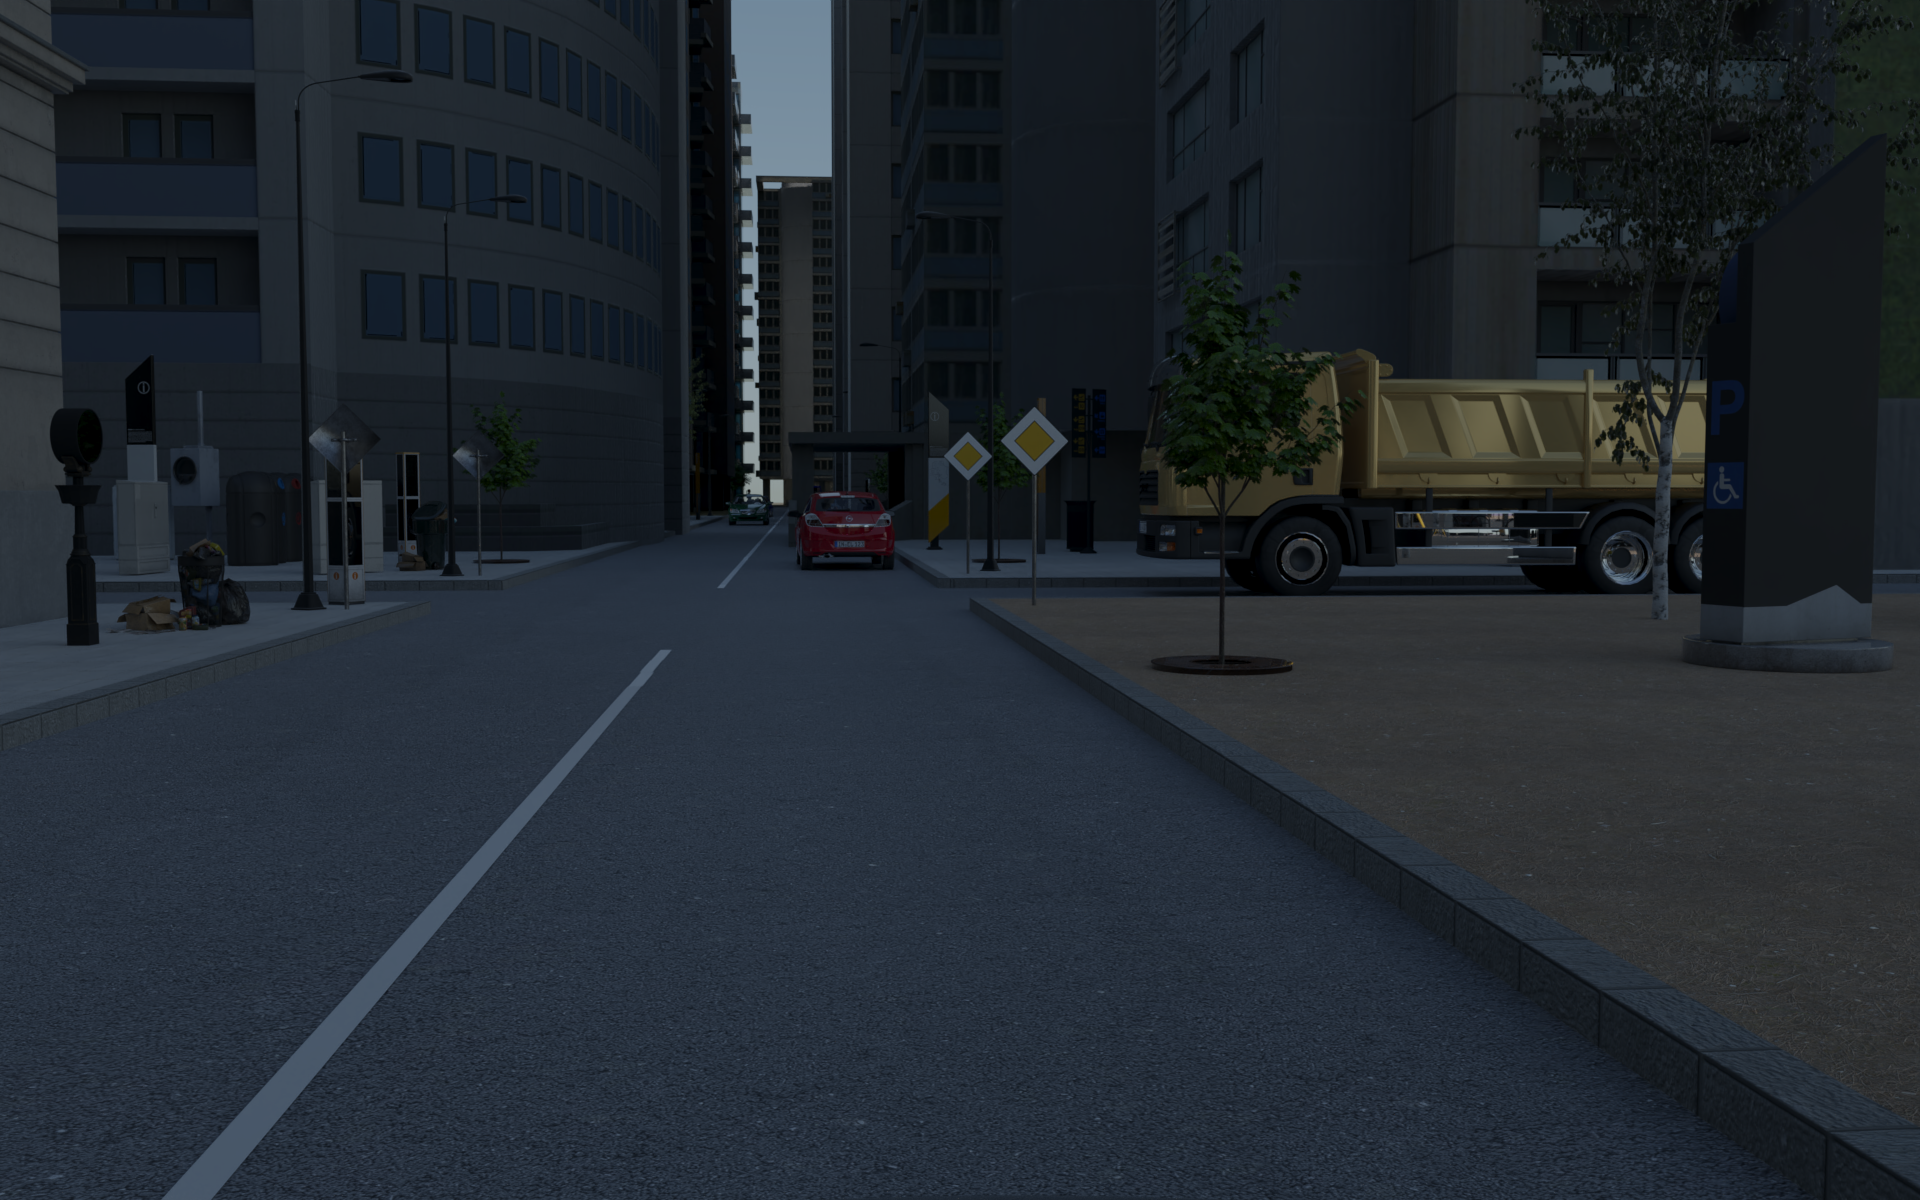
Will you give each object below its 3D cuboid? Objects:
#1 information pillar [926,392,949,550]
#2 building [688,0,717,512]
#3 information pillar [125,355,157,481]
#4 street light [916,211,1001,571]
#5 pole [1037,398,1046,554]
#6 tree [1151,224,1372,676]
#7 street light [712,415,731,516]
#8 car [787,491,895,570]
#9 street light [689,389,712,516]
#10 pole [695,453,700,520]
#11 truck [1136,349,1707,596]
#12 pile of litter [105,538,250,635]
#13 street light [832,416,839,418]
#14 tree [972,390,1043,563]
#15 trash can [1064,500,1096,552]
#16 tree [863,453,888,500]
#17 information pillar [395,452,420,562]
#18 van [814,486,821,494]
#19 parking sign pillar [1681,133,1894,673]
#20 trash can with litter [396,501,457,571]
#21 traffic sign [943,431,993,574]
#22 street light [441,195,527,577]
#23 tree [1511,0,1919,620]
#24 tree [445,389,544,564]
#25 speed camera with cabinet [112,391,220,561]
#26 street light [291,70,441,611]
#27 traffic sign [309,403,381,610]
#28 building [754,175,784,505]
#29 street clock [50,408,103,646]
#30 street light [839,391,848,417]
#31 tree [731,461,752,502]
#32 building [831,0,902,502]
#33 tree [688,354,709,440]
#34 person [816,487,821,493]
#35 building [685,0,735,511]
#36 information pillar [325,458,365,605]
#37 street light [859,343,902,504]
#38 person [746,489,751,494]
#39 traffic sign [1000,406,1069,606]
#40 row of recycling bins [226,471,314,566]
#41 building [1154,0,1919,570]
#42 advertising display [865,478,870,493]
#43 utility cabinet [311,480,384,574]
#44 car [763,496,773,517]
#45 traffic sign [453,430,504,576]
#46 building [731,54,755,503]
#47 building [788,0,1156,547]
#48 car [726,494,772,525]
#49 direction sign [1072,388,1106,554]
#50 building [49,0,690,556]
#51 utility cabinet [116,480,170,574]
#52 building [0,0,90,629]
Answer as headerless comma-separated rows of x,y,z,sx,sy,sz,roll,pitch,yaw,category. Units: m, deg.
-0.507,-2.961,39.770,0.504,3.616,0.183,-1,4,-14,information pillar
-27.796,-28.135,114.640,22.147,44.769,28.867,0,4,-5,building
-13.776,-2.315,29.202,0.504,3.616,0.183,0,4,4,information pillar
-0.032,-3.434,28.681,1.470,5.913,1.316,0,4,-5,street light
1.730,-2.633,36.886,0.158,3.312,0.155,0,3,0,pole
1.864,-1.096,12.526,1.663,3.219,1.824,0,3,0,tree
-14.087,-7.870,101.208,1.470,5.913,1.316,0,4,-5,street light
-2.311,-1.537,34.168,2.155,1.783,4.494,0,4,-7,car
-11.875,-6.362,76.559,1.470,5.913,1.316,0,4,-5,street light
-13.005,-5.631,85.913,0.158,3.312,0.155,0,3,0,pole
6.631,-1.752,24.565,9.791,3.379,3.469,0,4,-4,truck
-7.554,-0.166,16.673,1.176,0.858,1.719,1,4,20,pile of litter
-6.874,-7.955,102.609,1.470,5.913,1.316,0,4,-5,street light
0.751,-2.309,32.360,1.663,3.219,1.824,0,3,0,tree
2.670,-1.641,38.476,0.748,1.137,0.748,0,3,0,trash can
-2.933,-4.660,70.795,1.663,3.219,1.824,0,3,0,tree
-9.781,-1.604,30.721,0.304,2.012,0.304,-3,5,-44,information pillar
-11.510,-7.799,131.892,2.240,2.365,5.245,0,4,-7,van
6.236,-1.499,12.974,1.447,3.967,1.447,-1,4,-22,parking sign pillar
-8.997,-1.086,29.148,0.624,1.170,1.055,1,4,15,trash can with litter
0.126,-1.479,27.824,0.795,2.450,0.064,0,4,-5,traffic sign
-7.414,-3.330,26.979,1.470,5.913,1.316,0,4,-5,street light
7.400,-4.111,17.584,4.360,8.622,3.978,0,3,0,tree
-8.473,-2.296,32.138,1.663,3.219,1.824,0,3,0,tree
-15.284,-2.383,33.296,2.038,3.252,0.660,1,4,16,speed camera with cabinet
-6.691,-2.847,19.093,1.470,5.913,1.316,0,4,-5,street light
-6.816,-0.951,19.197,0.795,2.450,0.064,0,4,-5,traffic sign
-11.650,-31.151,201.196,23.993,40.220,32.217,0,4,-5,building
-7.456,-0.618,14.668,0.358,2.002,0.471,0,4,-1,street clock
-4.578,-6.448,77.967,1.470,5.913,1.316,0,4,-5,street light
-19.972,-10.263,151.507,4.285,4.588,4.351,0,3,0,tree
-1.661,-38.071,164.455,21.231,58.520,28.212,0,4,-5,building
-12.737,-7.474,72.555,4.737,8.622,4.395,0,3,0,tree
-7.863,-5.340,95.912,0.694,1.812,0.767,1,4,12,person
-25.110,-29.745,136.448,14.600,45.320,14.200,0,4,-5,building
-7.131,-0.953,20.074,0.304,2.012,0.304,2,4,27,information pillar
-2.384,-4.940,53.317,1.470,5.913,1.316,0,4,-5,street light
-12.535,-5.774,103.693,0.721,1.735,1.217,-1,4,-14,person
0.849,-0.993,19.871,0.795,2.450,0.064,0,4,-5,traffic sign
-12.884,-1.547,32.412,1.069,1.692,3.534,0,4,-6,row of recycling bins
12.145,-21.473,34.686,14.086,41.232,14.154,0,4,-5,building
-3.635,-3.855,68.251,0.123,1.923,0.974,0,4,1,advertising display
-9.900,-1.176,27.914,0.318,1.500,1.173,2,4,35,utility cabinet
-12.574,-5.831,107.919,1.945,1.354,3.894,0,4,-3,car
-7.539,-1.438,27.150,0.795,2.450,0.064,0,4,-5,traffic sign
-38.538,-35.171,194.650,30.456,49.044,23.786,0,4,-5,building
10.782,-22.142,53.911,32.217,40.220,23.993,0,4,-5,building
-9.832,-4.222,80.820,2.131,1.459,4.920,0,4,-5,car
2.775,-2.771,37.305,0.876,3.537,0.379,-2,4,-30,direction sign
-19.285,-30.956,48.123,21.231,58.520,28.212,0,4,-5,building
-13.067,-1.167,27.752,0.318,1.500,1.173,0,4,-1,utility cabinet
-19.840,-13.639,10.383,23.554,28.519,14.401,0,4,-5,building
